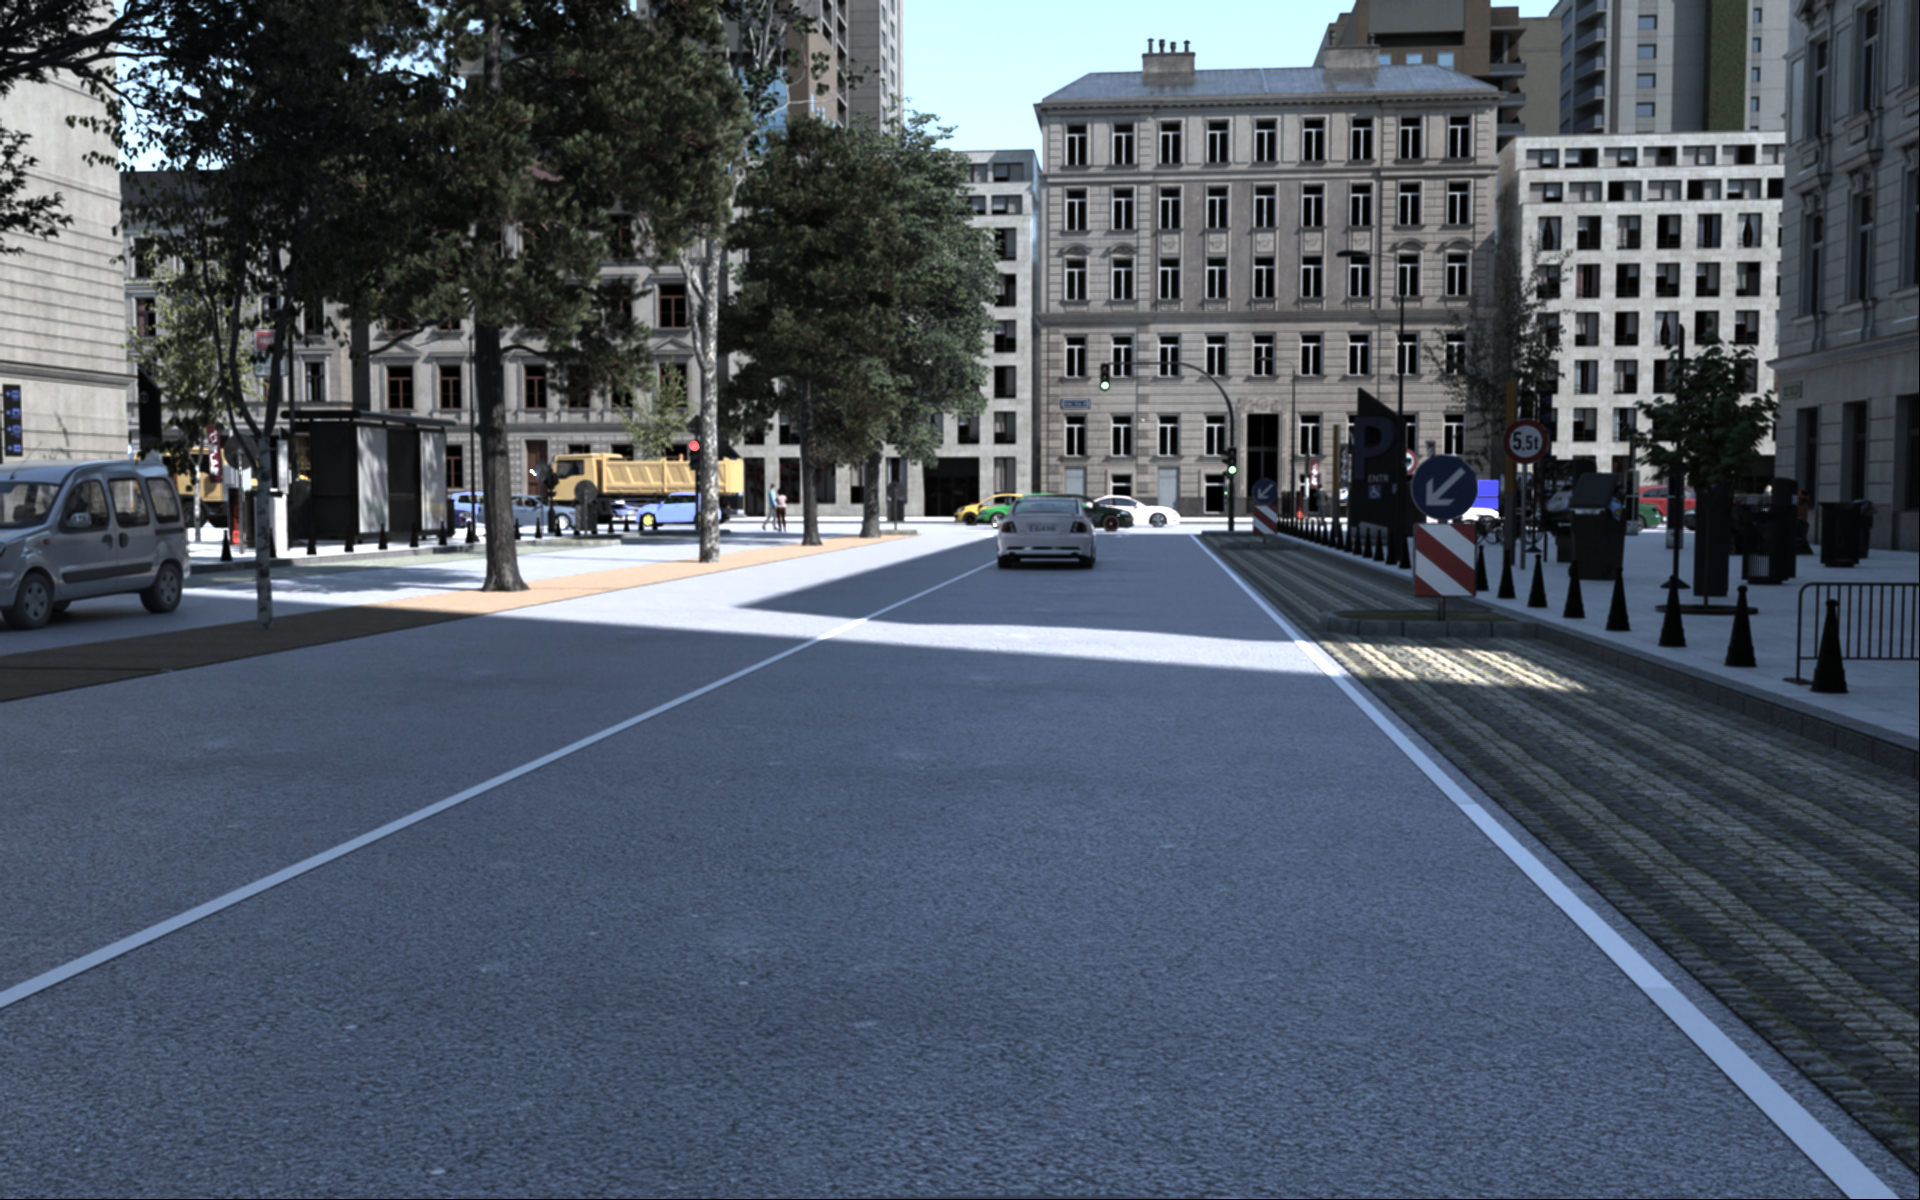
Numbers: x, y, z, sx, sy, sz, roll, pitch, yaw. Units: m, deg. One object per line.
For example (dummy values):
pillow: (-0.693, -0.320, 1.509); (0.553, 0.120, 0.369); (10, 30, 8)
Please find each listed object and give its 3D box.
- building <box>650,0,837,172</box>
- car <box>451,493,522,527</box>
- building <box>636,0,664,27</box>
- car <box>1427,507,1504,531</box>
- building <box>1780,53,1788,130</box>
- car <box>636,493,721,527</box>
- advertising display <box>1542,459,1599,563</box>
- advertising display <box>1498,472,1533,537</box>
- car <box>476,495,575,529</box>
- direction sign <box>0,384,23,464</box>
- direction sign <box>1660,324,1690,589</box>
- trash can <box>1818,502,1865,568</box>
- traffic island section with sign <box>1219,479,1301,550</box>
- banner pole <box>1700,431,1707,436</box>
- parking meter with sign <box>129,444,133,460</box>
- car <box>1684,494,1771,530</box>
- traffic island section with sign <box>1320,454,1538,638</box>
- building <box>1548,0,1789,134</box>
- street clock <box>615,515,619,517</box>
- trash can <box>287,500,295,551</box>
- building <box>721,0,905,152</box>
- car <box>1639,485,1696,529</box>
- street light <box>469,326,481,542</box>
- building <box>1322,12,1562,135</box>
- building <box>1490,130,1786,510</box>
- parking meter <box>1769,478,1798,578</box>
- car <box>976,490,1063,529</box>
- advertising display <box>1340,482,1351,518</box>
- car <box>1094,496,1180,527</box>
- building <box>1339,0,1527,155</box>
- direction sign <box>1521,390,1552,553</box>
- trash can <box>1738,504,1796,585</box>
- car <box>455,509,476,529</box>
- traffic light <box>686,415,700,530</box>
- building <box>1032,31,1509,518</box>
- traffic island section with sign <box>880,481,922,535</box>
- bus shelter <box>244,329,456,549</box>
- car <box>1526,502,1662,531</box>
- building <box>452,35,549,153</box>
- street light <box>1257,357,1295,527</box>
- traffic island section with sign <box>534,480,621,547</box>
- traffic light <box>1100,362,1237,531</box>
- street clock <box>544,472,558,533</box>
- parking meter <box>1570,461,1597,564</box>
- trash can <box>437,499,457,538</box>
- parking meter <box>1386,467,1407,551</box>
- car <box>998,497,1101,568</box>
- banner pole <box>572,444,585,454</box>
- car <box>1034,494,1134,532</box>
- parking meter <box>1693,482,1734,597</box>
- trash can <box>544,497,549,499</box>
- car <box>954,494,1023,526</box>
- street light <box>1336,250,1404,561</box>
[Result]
building: (-19.388, -31.238, 160.849); (14.600, 45.320, 14.200); (0, 4, 6)
car: (-20.452, -4.005, 75.070); (3.694, 1.707, 1.945); (0, 4, 6)
building: (-20.155, -45.221, 177.618); (20.563, 71.187, 20.611); (0, 4, 6)
car: (18.645, -3.330, 66.803); (4.827, 1.381, 2.083); (0, 4, 4)
building: (61.588, -19.315, 93.289); (29.804, 29.767, 11.434); (0, 4, 6)
car: (-12.457, -4.093, 76.507); (3.694, 1.707, 1.945); (0, 4, 7)
advertising display: (11.378, -1.662, 32.381); (0.974, 1.923, 0.123); (3, 5, 41)
advertising display: (16.508, -2.831, 51.505); (0.974, 1.923, 0.123); (1, 4, 17)
car: (-17.227, -3.545, 69.961); (4.499, 1.417, 2.014); (0, 4, 7)
direction sign: (-19.750, -2.671, 35.676); (0.379, 3.537, 0.876); (2, 4, 35)
direction sign: (9.760, -1.928, 23.520); (0.379, 3.537, 0.876); (2, 4, 25)
trash can: (15.449, -1.146, 30.388); (0.748, 1.137, 0.748); (0, 3, 0)
traffic island section with sign: (7.759, -2.222, 44.952); (1.989, 1.847, 2.006); (0, 4, 6)
banner pole: (23.846, -3.994, 55.322); (0.401, 3.779, 0.863); (-3, 5, -42)
parking meter with sign: (-29.614, -3.927, 60.473); (1.738, 3.016, 0.543); (2, 4, 32)
car: (30.122, -3.533, 67.552); (4.222, 1.686, 2.009); (0, 4, 7)
traffic island section with sign: (4.835, -0.583, 18.155); (1.989, 1.847, 2.006); (0, 4, 6)
building: (80.551, -39.626, 189.890); (28.212, 58.520, 21.231); (0, 4, 6)
street clock: (-18.847, -5.533, 95.035); (0.358, 2.002, 0.471); (0, 4, -6)
trash can: (-15.437, -1.685, 39.209); (0.748, 1.137, 0.748); (0, 3, 0)
building: (-17.674, -46.584, 199.894); (20.611, 71.187, 20.563); (0, 4, 6)
car: (29.887, -3.855, 71.709); (5.304, 1.827, 2.281); (0, 4, 6)
street light: (-12.415, -4.487, 45.903); (1.470, 5.913, 1.316); (0, 4, 6)
building: (45.981, -33.500, 171.421); (21.300, 48.544, 21.600); (0, 4, 6)
building: (38.270, -14.692, 94.966); (16.860, 20.320, 10.420); (0, 4, 6)
parking meter: (12.686, -1.117, 26.674); (0.372, 1.533, 0.369); (0, 3, 0)
car: (3.034, -3.846, 71.684); (4.718, 1.807, 1.959); (0, 4, 5)
advertising display: (20.577, -5.365, 92.938); (0.974, 1.923, 0.123); (0, 4, 2)
car: (7.127, -3.846, 75.245); (4.827, 1.381, 2.083); (0, 4, 6)
building: (41.255, -30.823, 154.060); (14.600, 45.320, 14.200); (0, 4, 6)
direction sign: (12.625, -2.815, 38.021); (0.876, 3.537, 0.379); (-2, 4, -26)
trash can: (11.467, -0.794, 24.644); (0.748, 1.137, 0.748); (0, 3, 0)
car: (-20.819, -3.323, 66.904); (3.894, 1.354, 1.945); (0, 4, 6)
traffic light: (-9.313, -4.433, 61.403); (0.839, 4.253, 0.868); (0, 4, 6)
building: (17.047, -18.454, 98.985); (25.104, 27.353, 12.463); (0, 4, 6)
traffic island section with sign: (-2.363, -3.234, 61.019); (2.006, 1.907, 1.989); (0, 4, 6)
bus shelter: (-15.790, -4.104, 44.737); (2.179, 5.291, 8.768); (0, 4, 6)
car: (23.557, -3.234, 64.670); (4.920, 1.459, 2.131); (0, 4, 6)
building: (-42.067, -37.283, 198.810); (27.495, 52.752, 28.713); (0, 4, 6)
street light: (10.769, -5.279, 58.848); (1.470, 5.913, 1.316); (0, 4, 6)
traffic island section with sign: (-10.494, -2.404, 47.939); (1.989, 1.847, 2.006); (0, 4, 6)
traffic light: (7.201, -5.188, 59.486); (4.771, 5.953, 1.251); (0, 4, 6)
street clock: (-13.549, -3.233, 57.435); (0.471, 2.002, 0.358); (3, 4, 37)
parking meter: (10.930, -1.505, 30.313); (0.399, 1.863, 0.255); (0, 4, 2)
trash can: (-15.204, -2.410, 51.049); (0.748, 1.137, 0.748); (0, 3, 0)
parking meter: (9.320, -1.913, 36.995); (0.399, 1.863, 0.255); (1, 4, 23)
car: (1.783, -1.375, 34.840); (2.083, 1.381, 4.827); (0, 4, 5)
banner pole: (-19.231, -5.963, 87.508); (0.863, 3.779, 0.401); (1, 4, 10)
car: (4.532, -3.437, 65.985); (4.222, 1.686, 2.009); (0, 4, 5)
parking meter: (9.457, -0.979, 21.726); (0.399, 1.863, 0.255); (3, 5, 40)
trash can: (-21.674, -4.781, 89.819); (0.748, 1.137, 0.748); (0, 3, 0)
car: (1.711, -4.214, 79.120); (3.980, 1.641, 2.015); (0, 4, 5)
street light: (7.863, -3.703, 33.086); (1.470, 5.913, 1.316); (0, 4, 6)
